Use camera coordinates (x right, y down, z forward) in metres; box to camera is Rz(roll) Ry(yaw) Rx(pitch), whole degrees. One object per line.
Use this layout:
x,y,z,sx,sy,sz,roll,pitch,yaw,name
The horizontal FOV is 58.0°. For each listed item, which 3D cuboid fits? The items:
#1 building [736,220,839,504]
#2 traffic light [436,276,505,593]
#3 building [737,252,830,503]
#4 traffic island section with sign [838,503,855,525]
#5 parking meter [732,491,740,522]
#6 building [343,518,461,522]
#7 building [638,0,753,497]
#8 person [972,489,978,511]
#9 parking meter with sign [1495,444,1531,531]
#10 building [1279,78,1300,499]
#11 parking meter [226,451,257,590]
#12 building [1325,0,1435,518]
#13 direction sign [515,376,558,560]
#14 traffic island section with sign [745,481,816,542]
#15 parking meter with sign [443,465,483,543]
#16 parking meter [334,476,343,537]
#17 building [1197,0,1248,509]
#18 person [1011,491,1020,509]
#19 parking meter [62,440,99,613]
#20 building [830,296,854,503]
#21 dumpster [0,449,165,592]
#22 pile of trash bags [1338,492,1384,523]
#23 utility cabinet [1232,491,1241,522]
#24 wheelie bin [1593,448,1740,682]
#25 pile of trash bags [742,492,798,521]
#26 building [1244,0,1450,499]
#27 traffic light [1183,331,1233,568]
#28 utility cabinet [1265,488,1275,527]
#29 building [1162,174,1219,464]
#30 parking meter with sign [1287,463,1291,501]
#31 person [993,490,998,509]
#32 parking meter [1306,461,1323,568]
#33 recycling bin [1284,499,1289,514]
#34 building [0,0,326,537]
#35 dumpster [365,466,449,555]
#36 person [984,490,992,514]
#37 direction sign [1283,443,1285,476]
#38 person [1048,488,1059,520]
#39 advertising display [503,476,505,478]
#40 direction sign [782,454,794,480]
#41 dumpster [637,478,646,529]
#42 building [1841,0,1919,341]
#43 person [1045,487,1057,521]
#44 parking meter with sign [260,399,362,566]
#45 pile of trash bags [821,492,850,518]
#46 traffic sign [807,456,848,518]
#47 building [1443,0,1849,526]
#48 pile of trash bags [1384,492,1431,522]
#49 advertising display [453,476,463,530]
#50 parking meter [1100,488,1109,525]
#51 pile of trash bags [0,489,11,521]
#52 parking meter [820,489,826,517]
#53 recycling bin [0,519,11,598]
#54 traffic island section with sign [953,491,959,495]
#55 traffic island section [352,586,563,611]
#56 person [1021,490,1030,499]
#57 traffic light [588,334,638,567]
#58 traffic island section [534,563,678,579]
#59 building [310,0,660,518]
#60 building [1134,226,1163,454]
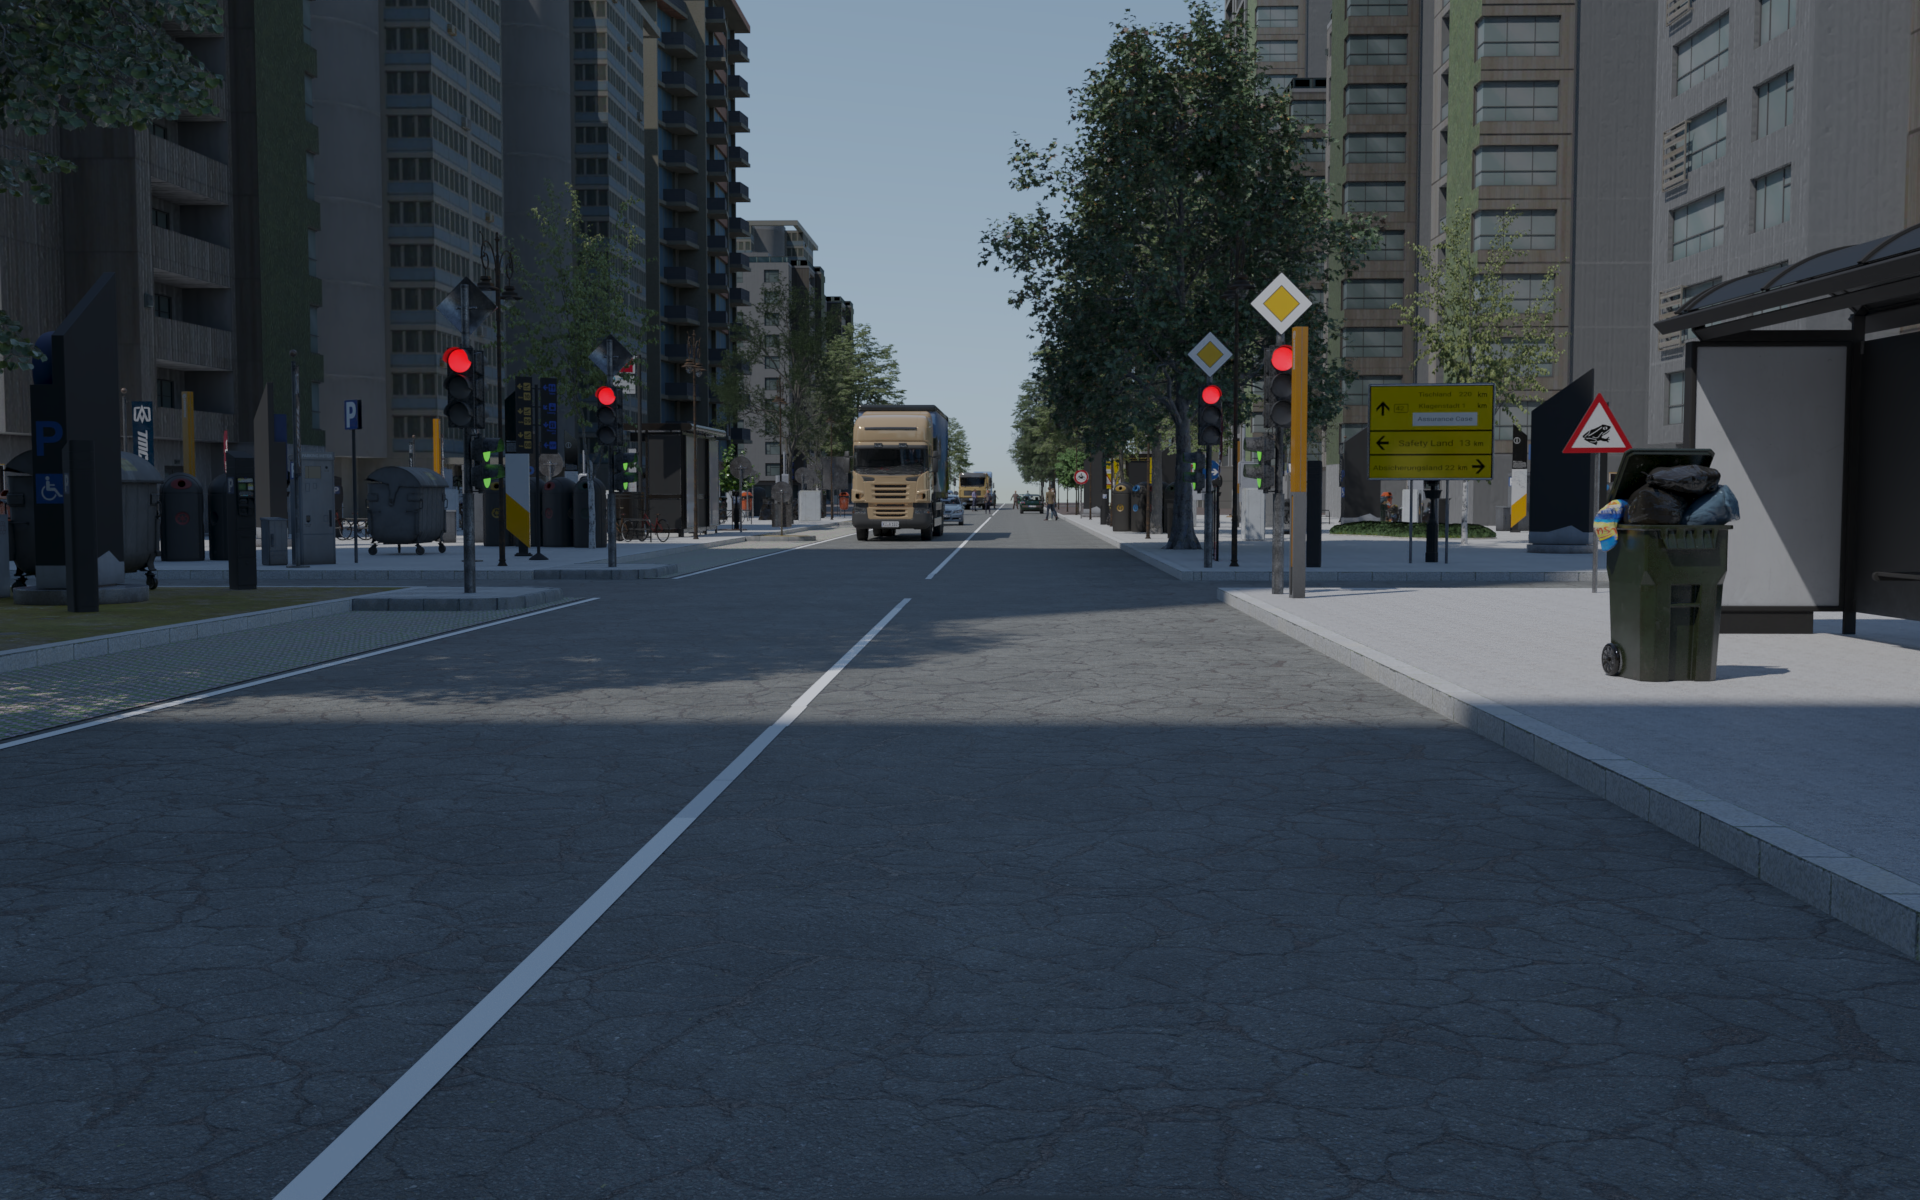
-32.374,-32.930,230.279,32.217,40.220,23.993,0,4,2,building
-6.353,-2.048,22.398,0.839,4.253,0.868,0,4,2,traffic light
-24.111,-26.886,211.295,14.160,30.474,14.107,0,4,2,building
-4.590,-4.387,80.351,1.989,1.847,2.006,0,4,2,traffic island section with sign
-10.173,-4.309,78.869,0.372,1.533,0.369,0,3,0,parking meter
-36.810,-24.148,86.698,32.217,40.220,23.993,0,4,2,building
-29.567,-29.972,144.667,22.147,44.769,28.867,0,4,2,building
1.310,-8.242,143.127,0.599,1.838,0.709,2,4,31,person
19.322,-3.895,59.952,1.738,3.016,0.543,-2,4,-30,parking meter with sign
29.490,-21.525,123.630,14.160,30.474,14.107,0,4,2,building
-9.665,-1.076,23.297,0.255,1.863,0.399,-3,5,-44,parking meter
27.429,-19.919,97.383,14.160,30.474,14.107,0,4,2,building
-8.203,-2.546,33.618,0.876,3.537,0.379,-3,5,-42,direction sign
-5.440,-2.707,52.892,1.989,1.847,2.006,0,4,2,traffic island section with sign
-12.755,-3.019,45.620,1.738,3.016,0.543,-1,4,-12,parking meter with sign
-18.456,-2.782,51.202,0.399,1.863,0.255,-2,4,-32,parking meter
32.752,-43.801,154.402,20.563,71.187,20.611,0,4,2,building
5.232,-9.430,163.235,0.990,1.755,0.434,1,4,18,person
-9.597,-0.806,18.897,0.255,1.863,0.399,-3,5,-39,parking meter
-22.834,-29.211,249.303,14.160,30.474,14.107,0,4,2,building
-11.366,-1.024,22.496,1.264,1.857,1.865,0,4,2,dumpster
18.676,-4.207,78.534,1.912,1.369,3.447,3,5,40,pile of trash bags
12.891,-4.260,78.326,1.173,1.500,0.318,2,4,31,utility cabinet
4.931,-0.251,12.016,0.980,1.594,0.693,0,4,-6,wheelie bin
-9.189,-4.580,84.641,3.447,1.369,1.912,-3,4,-38,pile of trash bags
29.458,-27.754,137.380,14.154,41.232,14.086,0,4,2,building
4.303,-2.517,30.071,0.839,4.253,0.868,0,4,2,traffic light
11.820,-3.554,66.792,0.318,1.500,1.173,2,4,33,utility cabinet
36.309,-34.630,220.828,22.147,44.769,28.867,0,4,2,building
19.022,-6.247,98.402,0.543,3.016,1.738,1,4,23,parking meter with sign
3.416,-9.790,168.571,0.705,1.824,1.348,-1,4,-19,person
6.216,-1.509,30.386,0.255,1.863,0.399,1,4,13,parking meter
14.861,-4.178,80.864,0.722,1.027,0.722,-3,5,-44,recycling bin
-28.615,-17.083,51.004,14.160,30.474,14.107,0,4,2,building
-11.780,-1.904,36.886,1.264,1.857,1.865,0,4,2,dumpster
2.034,-7.087,124.907,0.617,1.759,0.750,0,4,-5,person
14.234,-5.170,76.533,0.379,3.537,0.876,1,4,22,direction sign
5.155,-5.275,95.340,0.643,1.750,0.593,0,4,-2,person
-16.662,-3.501,62.461,0.123,1.923,0.974,-3,5,-42,advertising display
-9.801,-6.512,98.473,0.876,3.537,0.379,2,4,25,direction sign
-10.968,-3.445,62.092,1.264,1.857,1.865,0,4,2,dumpster
28.782,-22.265,47.624,14.086,41.232,14.154,0,4,2,building
4.931,-5.222,93.785,0.836,1.842,0.656,2,4,31,person
-11.826,-2.159,31.560,1.738,3.016,0.543,-3,5,-44,parking meter with sign
-7.563,-5.041,92.179,3.447,1.369,1.912,0,4,2,pile of trash bags
-7.191,-6.115,93.847,2.265,3.308,0.079,1,4,8,traffic sign
27.834,-23.938,74.976,14.154,41.232,14.086,0,4,2,building
18.192,-3.607,68.732,1.912,1.369,3.447,2,4,23,pile of trash bags
-17.590,-3.456,61.724,0.974,1.923,0.123,0,4,1,advertising display
6.038,-3.904,72.249,0.372,1.533,0.369,0,3,0,parking meter
-19.185,-1.455,33.550,3.447,1.369,1.912,2,4,27,pile of trash bags
-7.647,-5.567,96.730,0.255,1.863,0.399,-2,4,-31,parking meter
-12.184,-0.530,21.224,0.722,1.027,0.722,0,4,-1,recycling bin
0.410,-14.150,239.975,1.989,1.847,2.006,0,4,2,traffic island section with sign
-6.393,-0.015,22.534,2.009,0.180,2.903,0,4,2,traffic island section
7.120,-10.614,182.117,1.350,1.814,0.705,-1,4,-9,person
-6.104,-2.536,30.379,0.839,4.253,0.868,0,4,2,traffic light
-6.143,-0.504,30.515,2.009,0.180,2.903,0,4,2,traffic island section
-34.896,-26.070,118.118,32.217,40.220,23.993,0,4,2,building
35.752,-43.242,249.005,21.231,58.520,28.212,0,4,2,building
